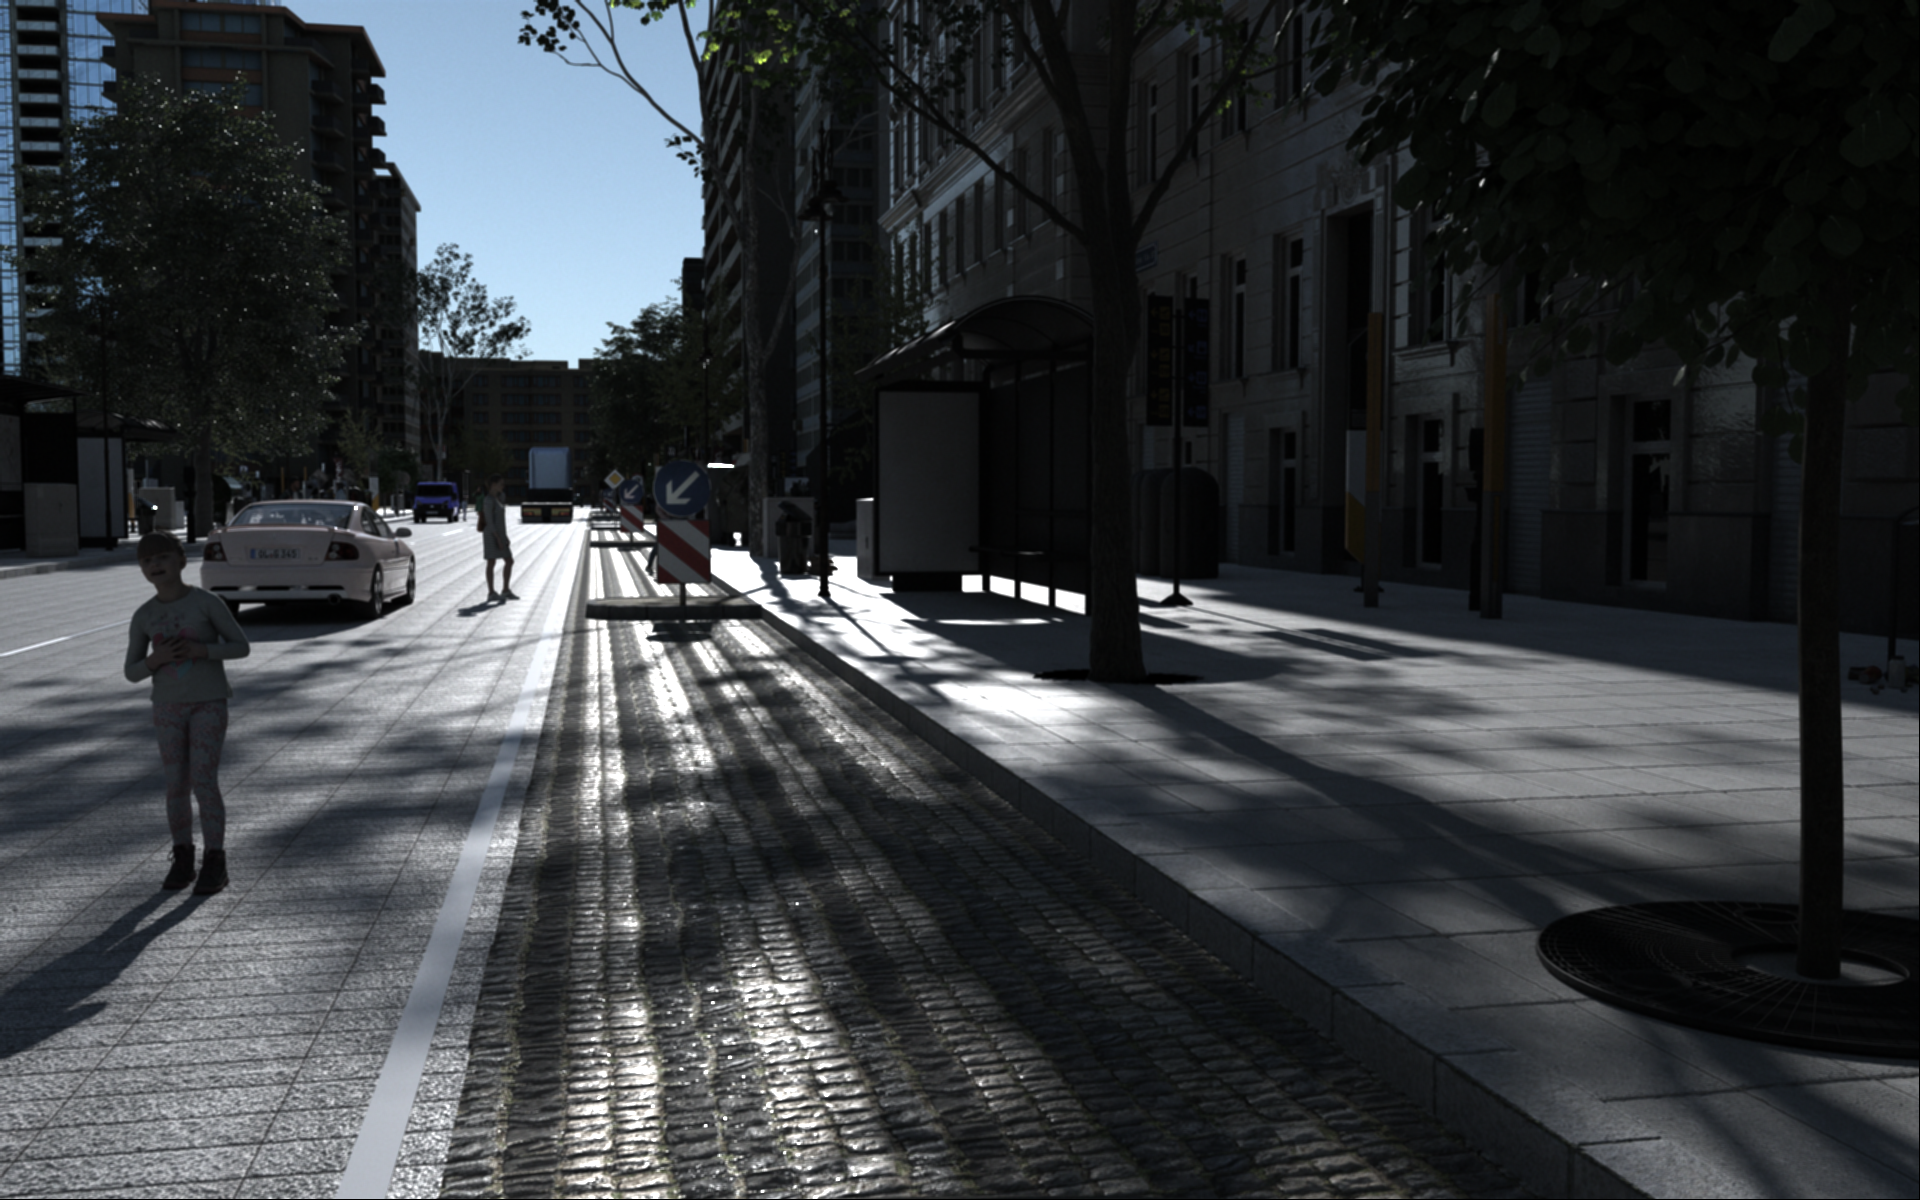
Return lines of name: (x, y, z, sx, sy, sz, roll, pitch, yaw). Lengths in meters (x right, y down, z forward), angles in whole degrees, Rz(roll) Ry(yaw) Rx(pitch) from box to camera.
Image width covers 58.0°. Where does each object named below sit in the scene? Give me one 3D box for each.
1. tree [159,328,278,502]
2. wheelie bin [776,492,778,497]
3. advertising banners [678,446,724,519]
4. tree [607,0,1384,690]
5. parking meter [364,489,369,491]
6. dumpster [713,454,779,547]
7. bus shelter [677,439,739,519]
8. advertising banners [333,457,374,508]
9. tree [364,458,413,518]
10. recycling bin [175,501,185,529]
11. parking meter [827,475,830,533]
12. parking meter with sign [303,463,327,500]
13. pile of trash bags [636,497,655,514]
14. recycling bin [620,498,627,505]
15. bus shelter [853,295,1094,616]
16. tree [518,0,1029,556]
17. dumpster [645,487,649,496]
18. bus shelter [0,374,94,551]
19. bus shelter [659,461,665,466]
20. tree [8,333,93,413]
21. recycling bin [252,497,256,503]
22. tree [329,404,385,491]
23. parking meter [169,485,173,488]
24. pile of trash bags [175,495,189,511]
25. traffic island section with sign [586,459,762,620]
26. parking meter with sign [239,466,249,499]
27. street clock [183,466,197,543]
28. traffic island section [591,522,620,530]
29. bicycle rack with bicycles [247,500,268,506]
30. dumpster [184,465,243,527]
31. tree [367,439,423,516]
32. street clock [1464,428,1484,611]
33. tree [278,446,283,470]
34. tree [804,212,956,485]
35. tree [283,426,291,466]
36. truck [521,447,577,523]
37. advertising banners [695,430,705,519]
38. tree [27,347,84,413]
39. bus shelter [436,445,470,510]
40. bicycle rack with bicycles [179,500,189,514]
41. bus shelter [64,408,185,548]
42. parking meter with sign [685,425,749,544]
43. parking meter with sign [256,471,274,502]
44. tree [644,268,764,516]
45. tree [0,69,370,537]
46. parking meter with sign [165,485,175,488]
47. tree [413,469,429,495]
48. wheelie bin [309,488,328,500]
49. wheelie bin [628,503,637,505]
tree: (-32.985, -7.681, 75.943, 4.360, 8.622, 3.978, 0, 3, 0)
wheelie bin: (-12.210, -6.404, 112.619, 0.980, 1.594, 0.693, -2, 4, -30)
advertising banners: (-9.328, -4.040, 62.249, 2.074, 3.025, 0.090, -3, 5, -40)
tree: (1.001, -5.259, 11.743, 9.928, 11.665, 9.643, 0, 3, 0)
parking meter: (-29.393, -4.742, 85.943, 0.372, 1.533, 0.369, 0, 3, 0)
dumpster: (-5.318, -2.477, 42.987, 1.502, 2.255, 1.985, -1, 4, -12)
bus shelter: (-9.661, -4.425, 66.276, 2.014, 3.302, 5.546, -1, 4, -12)
advertising banners: (-28.942, -5.288, 82.639, 0.090, 3.025, 2.074, 3, 5, 40)
tree: (-30.812, -6.017, 92.973, 1.663, 3.219, 1.824, 0, 3, 0)
recycling bin: (-28.971, -3.118, 63.526, 0.722, 1.027, 0.722, 2, 4, 33)
parking meter: (-3.792, -2.792, 51.363, 0.255, 1.863, 0.399, 0, 4, 6)
parking meter with sign: (-36.389, -6.157, 96.923, 1.738, 3.016, 0.543, -3, 4, -38)
pile of trash bags: (-19.191, -6.136, 110.079, 1.912, 1.369, 3.447, 2, 4, 23)
recycling bin: (-28.089, -8.116, 145.251, 0.722, 1.027, 0.722, 0, 4, -5)
bus shelter: (0.163, -1.617, 20.369, 2.014, 3.302, 5.546, -1, 4, -12)
tree: (-4.804, -10.880, 33.779, 12.611, 20.169, 13.585, 0, 3, 0)
dumpster: (-25.723, -8.398, 139.796, 1.502, 2.255, 1.985, -1, 4, -12)
bus shelter: (-20.156, -2.786, 36.830, 1.731, 3.624, 6.357, -1, 4, -12)
bus shelter: (-16.728, -6.537, 100.796, 2.014, 3.302, 5.546, -1, 4, -12)
tree: (-53.083, -10.208, 101.315, 7.601, 10.594, 8.767, -1, 4, -11)
recycling bin: (-53.650, -7.235, 130.847, 0.722, 1.027, 0.722, 0, 4, 4)
tree: (-49.300, -11.711, 141.833, 4.360, 8.622, 3.978, 0, 3, 0)
parking meter: (-52.750, -6.735, 115.828, 0.255, 1.863, 0.399, -1, 4, -19)
pile of trash bags: (-60.508, -7.693, 135.531, 1.912, 1.369, 3.447, 2, 4, 23)
traffic island section with sign: (-3.447, -0.734, 20.631, 1.989, 1.847, 2.006, -1, 4, -12)
parking meter with sign: (-43.717, -6.672, 105.340, 0.543, 3.016, 1.738, -1, 4, -10)
street clock: (-20.071, -2.483, 45.162, 0.358, 2.002, 0.471, -2, 4, -32)
traffic island section: (-15.383, -3.347, 76.997, 2.009, 0.180, 2.903, -1, 4, -12)
bicycle rack with bicycles: (-41.128, -5.334, 100.591, 2.925, 0.926, 2.852, 0, 4, 8)
dumpster: (-24.991, -3.394, 57.978, 1.502, 2.255, 1.985, -1, 4, -12)
tree: (-33.874, -7.344, 103.795, 4.285, 4.588, 4.351, 0, 3, 0)
street clock: (5.717, -0.885, 19.045, 0.358, 2.002, 0.471, 1, 4, 21)
tree: (-39.600, -8.799, 94.231, 4.360, 8.622, 3.978, 0, 3, 0)
tree: (-1.917, -5.828, 45.649, 4.737, 8.622, 4.395, 0, 3, 0)
tree: (-56.797, -11.680, 141.338, 4.360, 8.622, 3.978, 0, 3, 0)
truck: (-22.344, -6.387, 94.185, 2.967, 4.110, 18.799, -1, 4, -12)
advertising banners: (-7.258, -3.182, 48.215, 0.090, 3.025, 2.074, 0, 4, -4)
tree: (-43.739, -8.139, 83.436, 4.360, 8.622, 3.978, 0, 3, 0)
bus shelter: (-42.175, -10.185, 144.158, 2.179, 5.291, 8.768, -1, 4, -12)
bicycle rack with bicycles: (-50.711, -5.939, 110.491, 2.925, 0.926, 2.852, 2, 4, 28)
bus shelter: (-21.236, -3.045, 43.715, 2.014, 3.302, 5.546, -1, 4, -12)
parking meter with sign: (-6.120, -2.933, 44.214, 1.738, 3.016, 0.543, -1, 4, -13)
parking meter with sign: (-52.252, -8.235, 130.896, 0.543, 3.016, 1.738, 3, 4, 37)
tree: (-8.371, -6.515, 56.888, 4.737, 8.622, 4.395, 0, 3, 0)
tree: (-22.673, -8.845, 51.269, 9.857, 13.997, 8.962, 0, 3, 0)
parking meter with sign: (-63.481, -8.741, 139.179, 1.738, 3.016, 0.543, -1, 4, -10)
tree: (-35.456, -7.220, 112.645, 1.663, 3.219, 1.824, 0, 3, 0)
wheelie bin: (-31.618, -4.744, 85.466, 0.693, 1.594, 0.980, 1, 4, 20)
wheelie bin: (-23.308, -7.063, 123.392, 0.693, 1.594, 0.980, 2, 4, 32)
